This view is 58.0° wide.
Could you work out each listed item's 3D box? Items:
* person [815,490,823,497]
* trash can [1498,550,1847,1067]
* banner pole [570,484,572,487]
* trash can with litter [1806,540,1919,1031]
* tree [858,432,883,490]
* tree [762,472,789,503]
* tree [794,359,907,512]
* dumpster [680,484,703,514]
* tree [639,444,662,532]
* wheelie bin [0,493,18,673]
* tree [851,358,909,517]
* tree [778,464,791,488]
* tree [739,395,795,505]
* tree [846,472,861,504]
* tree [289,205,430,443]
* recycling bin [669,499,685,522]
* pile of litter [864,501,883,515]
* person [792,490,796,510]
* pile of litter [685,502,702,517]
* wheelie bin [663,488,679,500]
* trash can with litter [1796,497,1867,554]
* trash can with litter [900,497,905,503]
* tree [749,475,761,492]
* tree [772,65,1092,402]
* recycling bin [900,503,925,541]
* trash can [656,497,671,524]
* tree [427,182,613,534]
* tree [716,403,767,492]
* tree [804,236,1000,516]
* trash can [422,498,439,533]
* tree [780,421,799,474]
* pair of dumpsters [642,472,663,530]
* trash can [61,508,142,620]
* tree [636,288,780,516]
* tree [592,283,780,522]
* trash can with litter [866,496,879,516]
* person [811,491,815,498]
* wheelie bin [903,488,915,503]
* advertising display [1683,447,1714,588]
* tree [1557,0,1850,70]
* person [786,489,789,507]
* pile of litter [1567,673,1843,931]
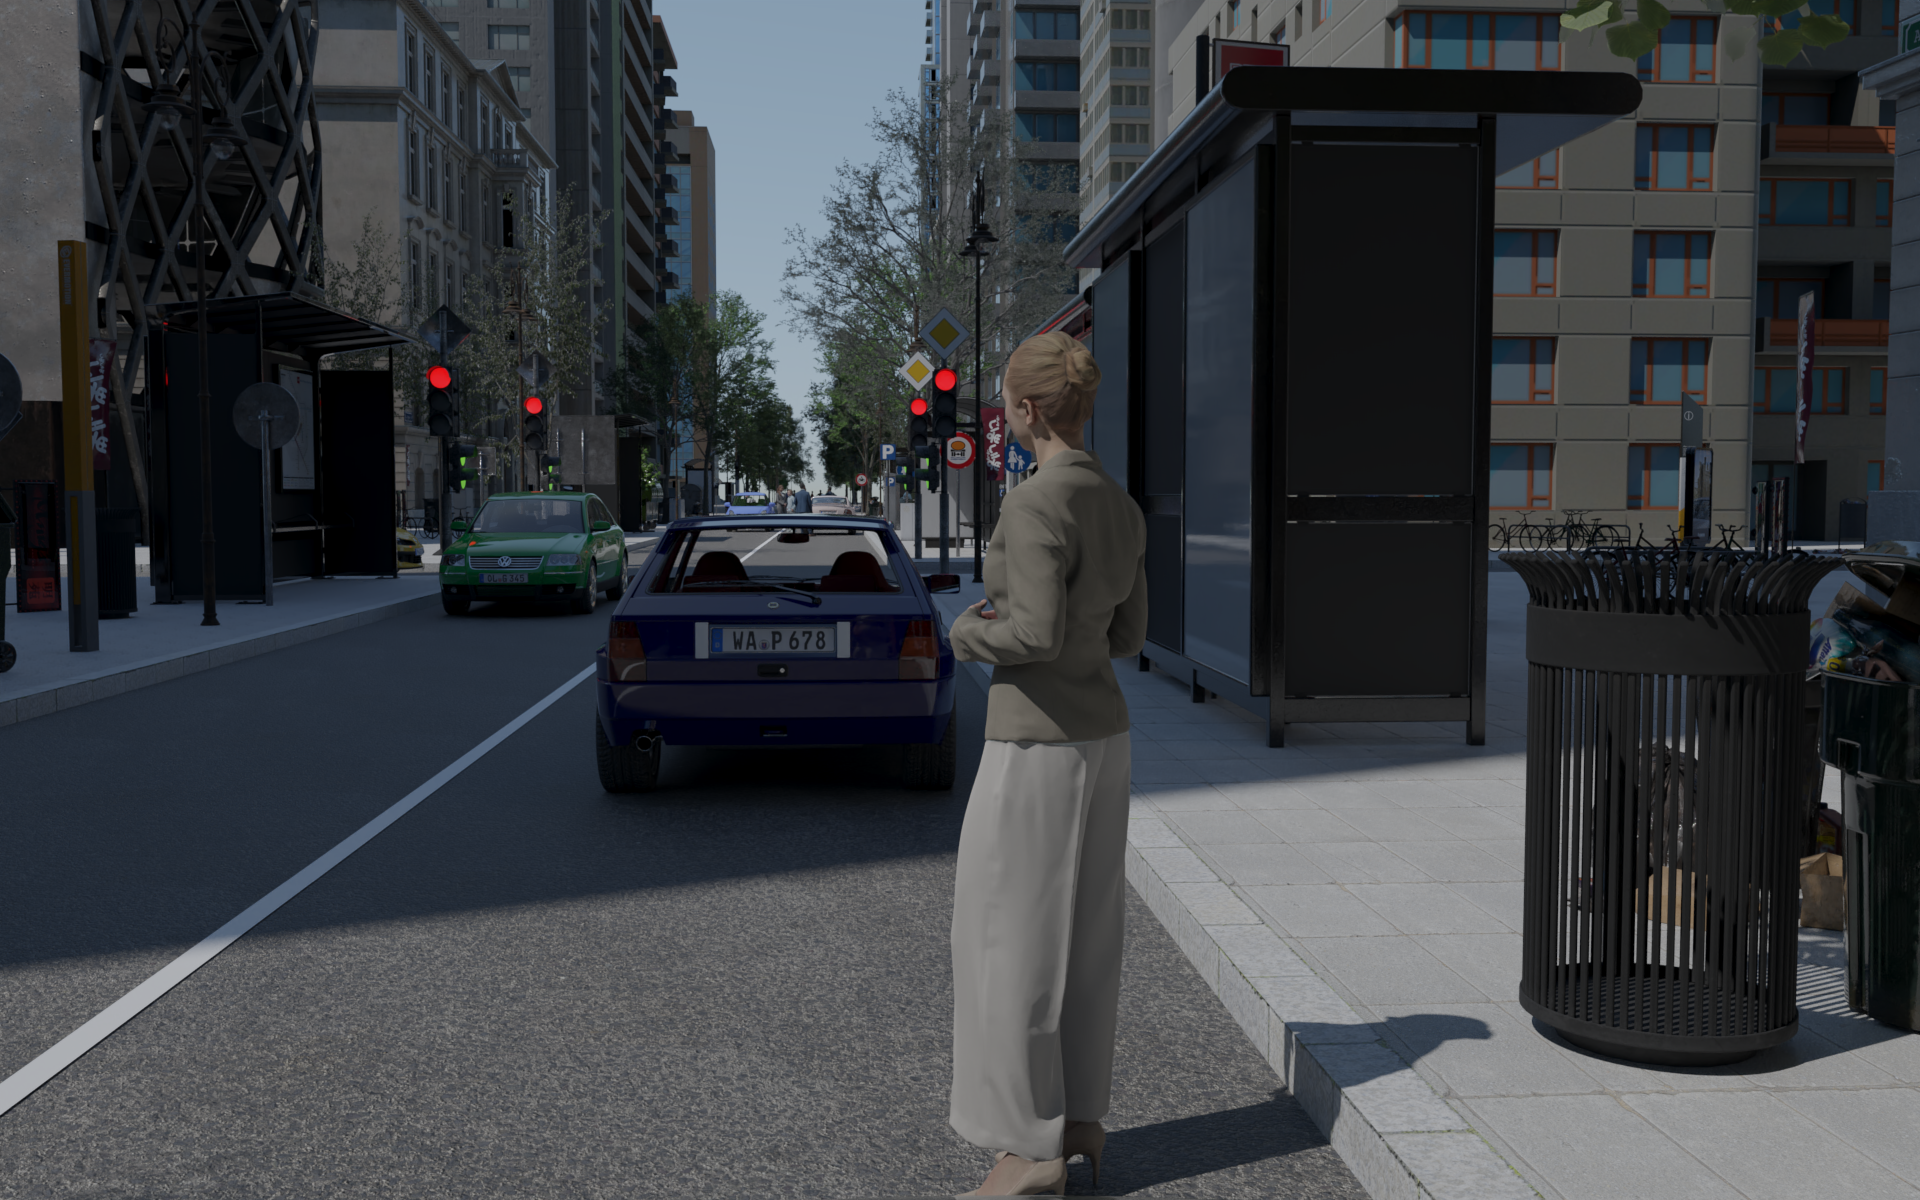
[{"bbox_3d":[-12.084,-8.648,149.914,1.348,1.822,0.705,-1,4,-17],"label":"person"},{"bbox_3d":[1.642,0.464,4.063,0.748,1.137,0.748,0,3,0],"label":"trash can"},{"bbox_3d":[-18.086,-5.601,81.590,0.863,3.779,0.401,3,4,36],"label":"banner pole"},{"bbox_3d":[2.655,0.435,4.275,1.055,1.170,0.624,0,4,-3],"label":"trash can with litter"},{"bbox_3d":[-7.716,-12.000,146.564,4.737,8.622,4.395,0,3,0],"label":"tree"},{"bbox_3d":[-24.133,-15.136,231.191,4.285,4.588,4.351,0,3,0],"label":"tree"},{"bbox_3d":[-6.965,-12.835,126.855,9.611,12.733,9.660,0,3,0],"label":"tree"},{"bbox_3d":[-15.044,-5.583,97.032,1.264,1.857,1.865,0,4,-4],"label":"dumpster"},{"bbox_3d":[-10.932,-3.895,58.292,1.663,3.219,1.824,0,3,0],"label":"tree"},{"bbox_3d":[-7.194,-0.270,12.321,0.980,1.594,0.693,2,4,25],"label":"wheelie bin"},{"bbox_3d":[-3.748,-8.545,90.077,4.360,8.622,3.978,0,3,0],"label":"tree"},{"bbox_3d":[-24.998,-17.753,240.628,4.360,8.622,3.978,0,3,0],"label":"tree"},{"bbox_3d":[-21.247,-17.326,200.287,9.611,12.733,9.660,0,3,0],"label":"tree"},{"bbox_3d":[-13.806,-15.105,230.684,4.285,4.588,4.351,0,3,0],"label":"tree"},{"bbox_3d":[-15.643,-5.781,44.889,4.360,8.622,3.978,0,3,0],"label":"tree"},{"bbox_3d":[-14.534,-4.675,88.995,0.722,1.027,0.722,-1,4,-9],"label":"recycling bin"},{"bbox_3d":[-5.067,-5.596,105.464,1.719,0.858,1.176,-1,4,-17],"label":"pile of litter"},{"bbox_3d":[-15.363,-9.294,160.460,1.348,1.823,0.705,-3,5,-40],"label":"person"},{"bbox_3d":[-14.371,-4.928,94.534,1.719,0.858,1.176,1,4,15],"label":"pile of litter"},{"bbox_3d":[-14.530,-4.818,86.678,0.980,1.594,0.693,0,4,1],"label":"wheelie bin"},{"bbox_3d":[18.789,-1.608,37.346,2.233,1.210,1.678,1,4,14],"label":"trash can with litter"},{"bbox_3d":[-2.362,-3.669,71.381,0.624,1.170,1.055,1,4,20],"label":"trash can with litter"},{"bbox_3d":[-18.506,-9.879,156.129,1.663,3.219,1.824,0,3,0],"label":"tree"},{"bbox_3d":[-0.536,-8.581,50.672,12.009,13.543,11.850,0,3,0],"label":"tree"},{"bbox_3d":[-1.204,-2.148,47.674,0.722,1.027,0.722,1,4,14],"label":"recycling bin"},{"bbox_3d":[-12.640,-3.785,73.546,0.748,1.137,0.748,0,3,0],"label":"trash can"},{"bbox_3d":[-10.019,-5.547,41.055,4.360,8.622,3.978,0,3,0],"label":"tree"},{"bbox_3d":[-16.484,-11.083,131.572,4.737,8.622,4.395,0,3,0],"label":"tree"},{"bbox_3d":[-1.887,-8.799,69.612,9.928,11.665,9.643,0,3,0],"label":"tree"},{"bbox_3d":[-17.547,-2.820,57.754,0.748,1.137,0.748,0,3,0],"label":"trash can"},{"bbox_3d":[-20.430,-15.192,182.809,7.601,10.594,8.767,0,4,2],"label":"tree"},{"bbox_3d":[-11.638,-3.655,62.257,1.574,2.255,4.437,0,4,-4],"label":"pair of dumpsters"},{"bbox_3d":[-8.842,-0.381,17.881,0.748,1.137,0.748,0,3,0],"label":"trash can"},{"bbox_3d":[-12.622,-9.841,86.652,9.928,11.665,9.643,0,3,0],"label":"tree"},{"bbox_3d":[-12.718,-8.671,76.176,7.601,10.594,8.767,0,4,6],"label":"tree"},{"bbox_3d":[-4.546,-4.698,88.194,0.624,1.170,1.055,-2,4,-33],"label":"trash can with litter"},{"bbox_3d":[-18.145,-12.527,213.255,0.705,1.831,1.348,-2,4,-28],"label":"person"},{"bbox_3d":[-1.718,-3.514,65.356,0.980,1.594,0.693,-2,4,-33],"label":"wheelie bin"},{"bbox_3d":[10.234,-1.150,24.014,0.123,1.923,0.974,3,4,37],"label":"advertising display"},{"bbox_3d":[2.620,-5.088,1.322,7.486,12.596,7.792,0,3,0],"label":"tree"},{"bbox_3d":[-14.479,-8.472,146.892,0.599,1.838,0.709,-2,4,-24],"label":"person"},{"bbox_3d":[2.757,0.517,5.517,1.719,0.858,1.176,0,4,2],"label":"pile of litter"}]
